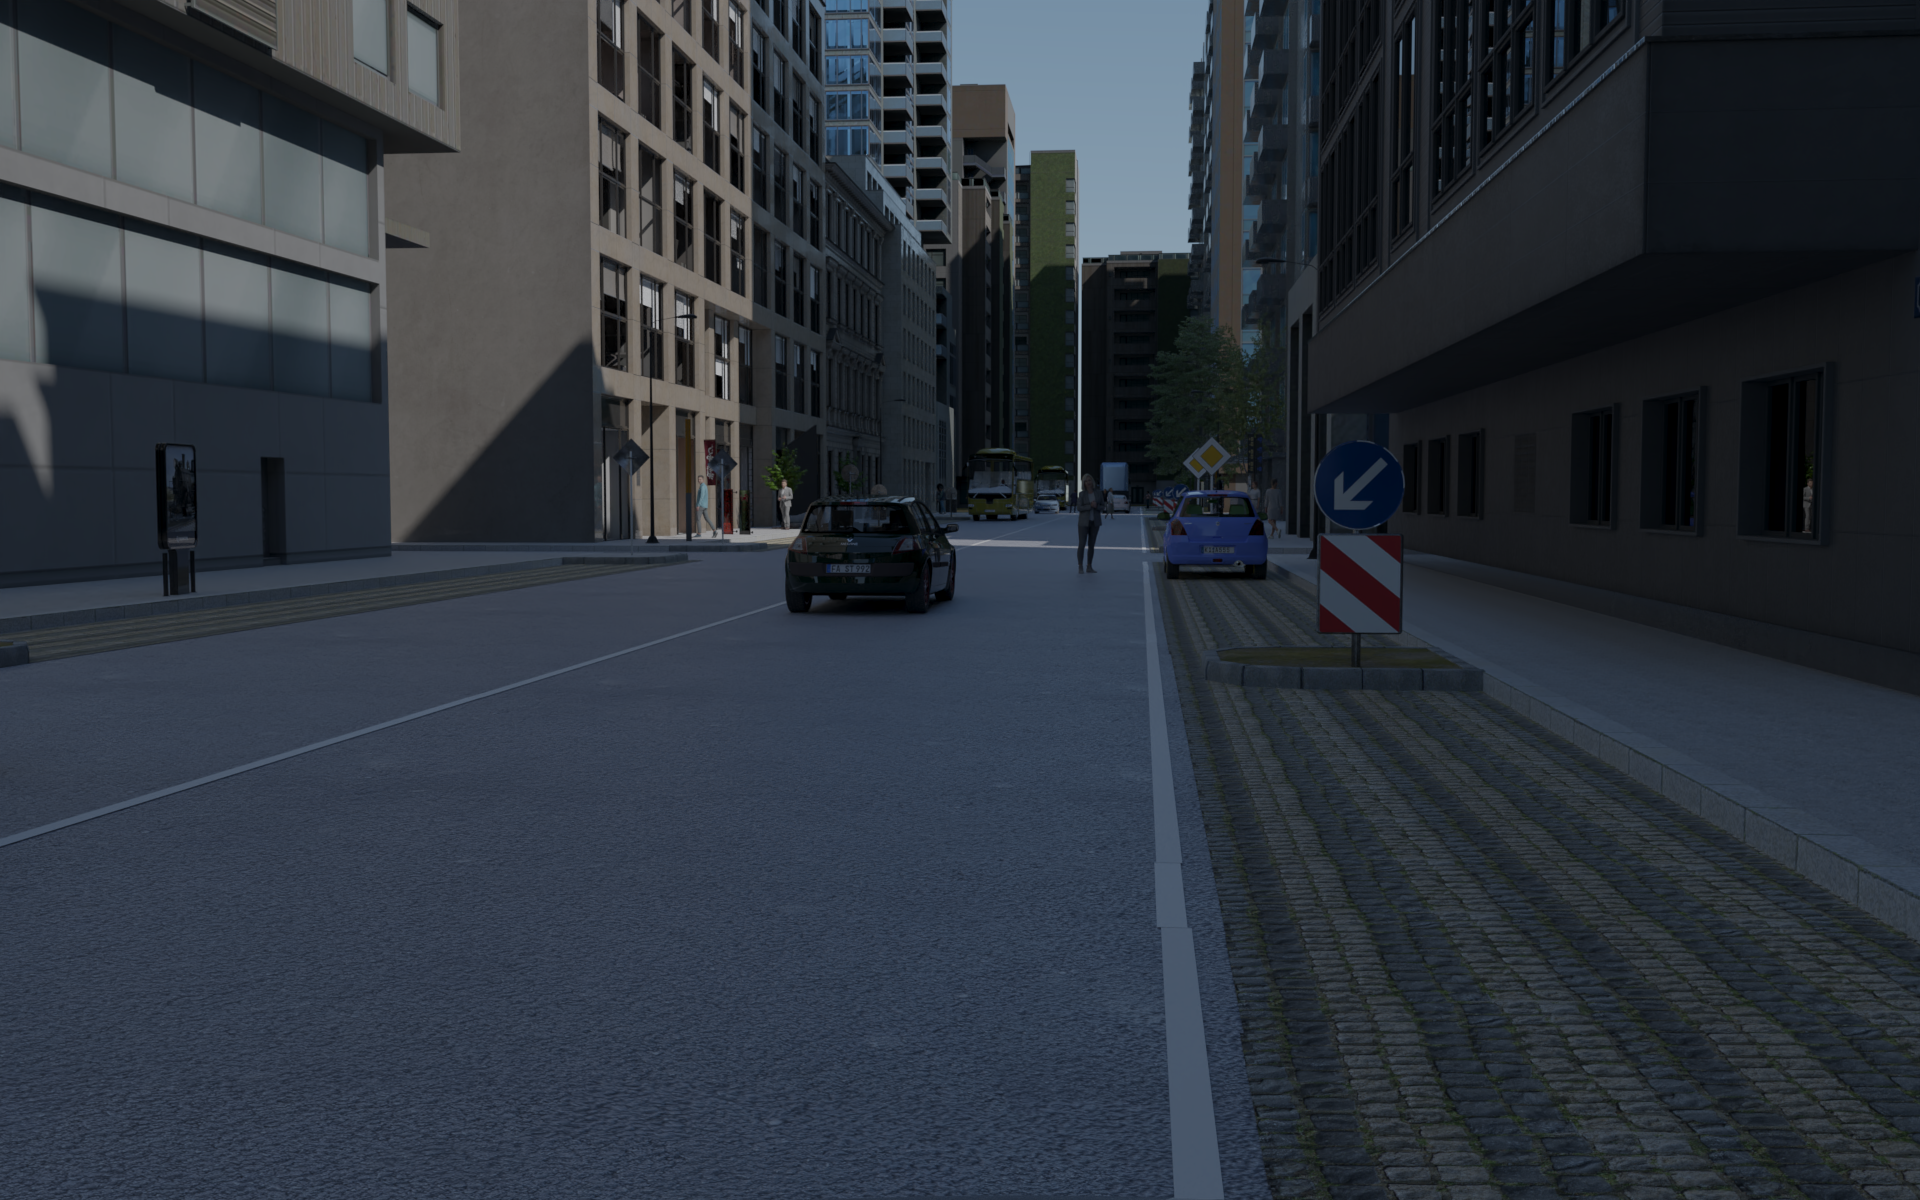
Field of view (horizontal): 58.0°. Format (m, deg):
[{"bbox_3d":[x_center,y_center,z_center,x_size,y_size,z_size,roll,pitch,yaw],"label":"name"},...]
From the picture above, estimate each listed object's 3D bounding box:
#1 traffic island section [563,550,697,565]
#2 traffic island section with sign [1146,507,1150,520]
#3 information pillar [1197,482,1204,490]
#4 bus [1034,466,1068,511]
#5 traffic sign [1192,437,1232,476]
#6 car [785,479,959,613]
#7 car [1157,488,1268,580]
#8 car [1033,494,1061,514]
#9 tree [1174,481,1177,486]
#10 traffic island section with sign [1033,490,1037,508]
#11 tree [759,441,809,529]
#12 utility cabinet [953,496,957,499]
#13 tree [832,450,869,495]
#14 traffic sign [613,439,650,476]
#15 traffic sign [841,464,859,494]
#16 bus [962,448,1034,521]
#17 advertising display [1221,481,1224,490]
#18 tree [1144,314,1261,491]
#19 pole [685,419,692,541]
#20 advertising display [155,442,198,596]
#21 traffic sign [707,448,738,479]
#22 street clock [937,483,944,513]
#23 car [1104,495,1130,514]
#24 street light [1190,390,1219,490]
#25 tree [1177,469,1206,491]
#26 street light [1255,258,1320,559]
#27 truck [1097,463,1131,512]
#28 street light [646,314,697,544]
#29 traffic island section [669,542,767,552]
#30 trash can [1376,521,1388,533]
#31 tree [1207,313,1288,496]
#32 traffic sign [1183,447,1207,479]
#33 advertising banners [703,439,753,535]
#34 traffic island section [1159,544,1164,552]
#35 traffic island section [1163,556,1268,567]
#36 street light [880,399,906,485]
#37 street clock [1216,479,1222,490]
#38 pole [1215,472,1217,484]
[{"bbox_3d":[-6.934,-0.866,36.433,2.009,0.180,2.903,0,4,6],"label":"traffic island section"},{"bbox_3d":[11.355,-5.283,95.002,1.989,1.847,2.006,0,4,6],"label":"traffic island section with sign"},{"bbox_3d":[14.473,-6.104,104.294,0.304,2.012,0.304,3,4,37],"label":"information pillar"},{"bbox_3d":[8.271,-9.947,154.173,2.896,3.916,12.252,0,4,5],"label":"bus"},{"bbox_3d":[5.118,-2.013,35.101,0.795,2.593,0.064,0,4,6],"label":"traffic sign"},{"bbox_3d":[-1.075,-0.763,22.260,2.009,1.686,4.222,0,4,7],"label":"car"},{"bbox_3d":[4.413,-1.260,30.200,1.945,1.707,3.694,0,4,6],"label":"car"},{"bbox_3d":[6.403,-7.047,127.214,2.014,1.417,4.499,0,4,5],"label":"car"},{"bbox_3d":[17.461,-8.585,134.973,1.663,3.219,1.824,0,3,0],"label":"tree"},{"bbox_3d":[7.581,-10.069,173.254,1.989,1.847,2.006,0,4,6],"label":"traffic island section with sign"},{"bbox_3d":[-6.449,-4.233,63.812,1.663,3.219,1.824,0,3,0],"label":"tree"},{"bbox_3d":[-0.381,-6.625,116.999,0.318,1.500,1.173,0,4,-1],"label":"utility cabinet"},{"bbox_3d":[-4.824,-4.995,76.277,1.663,3.219,1.824,0,3,0],"label":"tree"},{"bbox_3d":[-6.910,-2.090,36.364,0.795,2.593,0.064,0,4,6],"label":"traffic sign"},{"bbox_3d":[-4.707,-4.526,74.110,0.768,2.556,0.104,0,4,7],"label":"traffic sign"},{"bbox_3d":[2.303,-6.388,95.995,2.896,3.916,12.252,0,4,7],"label":"bus"},{"bbox_3d":[13.073,-4.966,86.402,0.123,1.923,0.974,1,4,14],"label":"advertising display"},{"bbox_3d":[15.475,-11.726,109.845,7.486,12.596,7.792,0,3,0],"label":"tree"},{"bbox_3d":[-7.381,-3.255,47.060,0.158,3.312,0.155,0,3,0],"label":"pole"},{"bbox_3d":[-9.978,-1.032,22.091,0.123,1.923,0.974,0,4,-2],"label":"advertising display"},{"bbox_3d":[-6.087,-2.576,44.306,0.795,2.593,0.064,0,4,6],"label":"traffic sign"},{"bbox_3d":[-1.341,-6.864,116.797,0.471,2.002,0.358,0,4,5],"label":"street clock"},{"bbox_3d":[11.545,-7.058,127.767,2.083,1.381,4.827,0,4,4],"label":"car"},{"bbox_3d":[11.035,-6.433,77.720,1.470,5.913,1.316,0,4,6],"label":"street light"},{"bbox_3d":[16.275,-7.722,120.849,1.663,3.219,1.824,0,3,0],"label":"tree"},{"bbox_3d":[6.498,-3.766,34.123,1.470,5.913,1.316,0,4,6],"label":"street light"},{"bbox_3d":[12.692,-9.333,142.351,2.967,4.110,18.799,0,4,5],"label":"truck"},{"bbox_3d":[-7.468,-4.423,44.861,1.470,5.913,1.316,0,4,6],"label":"street light"},{"bbox_3d":[-6.111,-1.351,44.376,2.009,0.180,2.903,0,4,6],"label":"traffic island section"},{"bbox_3d":[8.567,-1.388,34.341,0.748,1.137,0.748,0,3,0],"label":"trash can"},{"bbox_3d":[11.978,-7.397,71.305,4.737,8.622,4.395,0,3,0],"label":"tree"},{"bbox_3d":[5.941,-2.499,43.044,0.795,2.593,0.064,0,4,6],"label":"traffic sign"},{"bbox_3d":[-7.369,-3.595,54.959,2.074,3.025,0.090,3,4,36],"label":"advertising banners"},{"bbox_3d":[5.966,-1.275,43.124,2.009,0.180,2.903,0,4,6],"label":"traffic island section"},{"bbox_3d":[5.142,-0.789,35.181,2.009,0.180,2.903,0,4,6],"label":"traffic island section"},{"bbox_3d":[-3.335,-6.853,84.584,1.470,5.913,1.316,0,4,6],"label":"street light"},{"bbox_3d":[12.631,-4.890,84.527,0.358,2.002,0.471,0,4,3],"label":"street clock"},{"bbox_3d":[14.692,-6.443,99.179,0.158,3.312,0.155,0,3,0],"label":"pole"}]
